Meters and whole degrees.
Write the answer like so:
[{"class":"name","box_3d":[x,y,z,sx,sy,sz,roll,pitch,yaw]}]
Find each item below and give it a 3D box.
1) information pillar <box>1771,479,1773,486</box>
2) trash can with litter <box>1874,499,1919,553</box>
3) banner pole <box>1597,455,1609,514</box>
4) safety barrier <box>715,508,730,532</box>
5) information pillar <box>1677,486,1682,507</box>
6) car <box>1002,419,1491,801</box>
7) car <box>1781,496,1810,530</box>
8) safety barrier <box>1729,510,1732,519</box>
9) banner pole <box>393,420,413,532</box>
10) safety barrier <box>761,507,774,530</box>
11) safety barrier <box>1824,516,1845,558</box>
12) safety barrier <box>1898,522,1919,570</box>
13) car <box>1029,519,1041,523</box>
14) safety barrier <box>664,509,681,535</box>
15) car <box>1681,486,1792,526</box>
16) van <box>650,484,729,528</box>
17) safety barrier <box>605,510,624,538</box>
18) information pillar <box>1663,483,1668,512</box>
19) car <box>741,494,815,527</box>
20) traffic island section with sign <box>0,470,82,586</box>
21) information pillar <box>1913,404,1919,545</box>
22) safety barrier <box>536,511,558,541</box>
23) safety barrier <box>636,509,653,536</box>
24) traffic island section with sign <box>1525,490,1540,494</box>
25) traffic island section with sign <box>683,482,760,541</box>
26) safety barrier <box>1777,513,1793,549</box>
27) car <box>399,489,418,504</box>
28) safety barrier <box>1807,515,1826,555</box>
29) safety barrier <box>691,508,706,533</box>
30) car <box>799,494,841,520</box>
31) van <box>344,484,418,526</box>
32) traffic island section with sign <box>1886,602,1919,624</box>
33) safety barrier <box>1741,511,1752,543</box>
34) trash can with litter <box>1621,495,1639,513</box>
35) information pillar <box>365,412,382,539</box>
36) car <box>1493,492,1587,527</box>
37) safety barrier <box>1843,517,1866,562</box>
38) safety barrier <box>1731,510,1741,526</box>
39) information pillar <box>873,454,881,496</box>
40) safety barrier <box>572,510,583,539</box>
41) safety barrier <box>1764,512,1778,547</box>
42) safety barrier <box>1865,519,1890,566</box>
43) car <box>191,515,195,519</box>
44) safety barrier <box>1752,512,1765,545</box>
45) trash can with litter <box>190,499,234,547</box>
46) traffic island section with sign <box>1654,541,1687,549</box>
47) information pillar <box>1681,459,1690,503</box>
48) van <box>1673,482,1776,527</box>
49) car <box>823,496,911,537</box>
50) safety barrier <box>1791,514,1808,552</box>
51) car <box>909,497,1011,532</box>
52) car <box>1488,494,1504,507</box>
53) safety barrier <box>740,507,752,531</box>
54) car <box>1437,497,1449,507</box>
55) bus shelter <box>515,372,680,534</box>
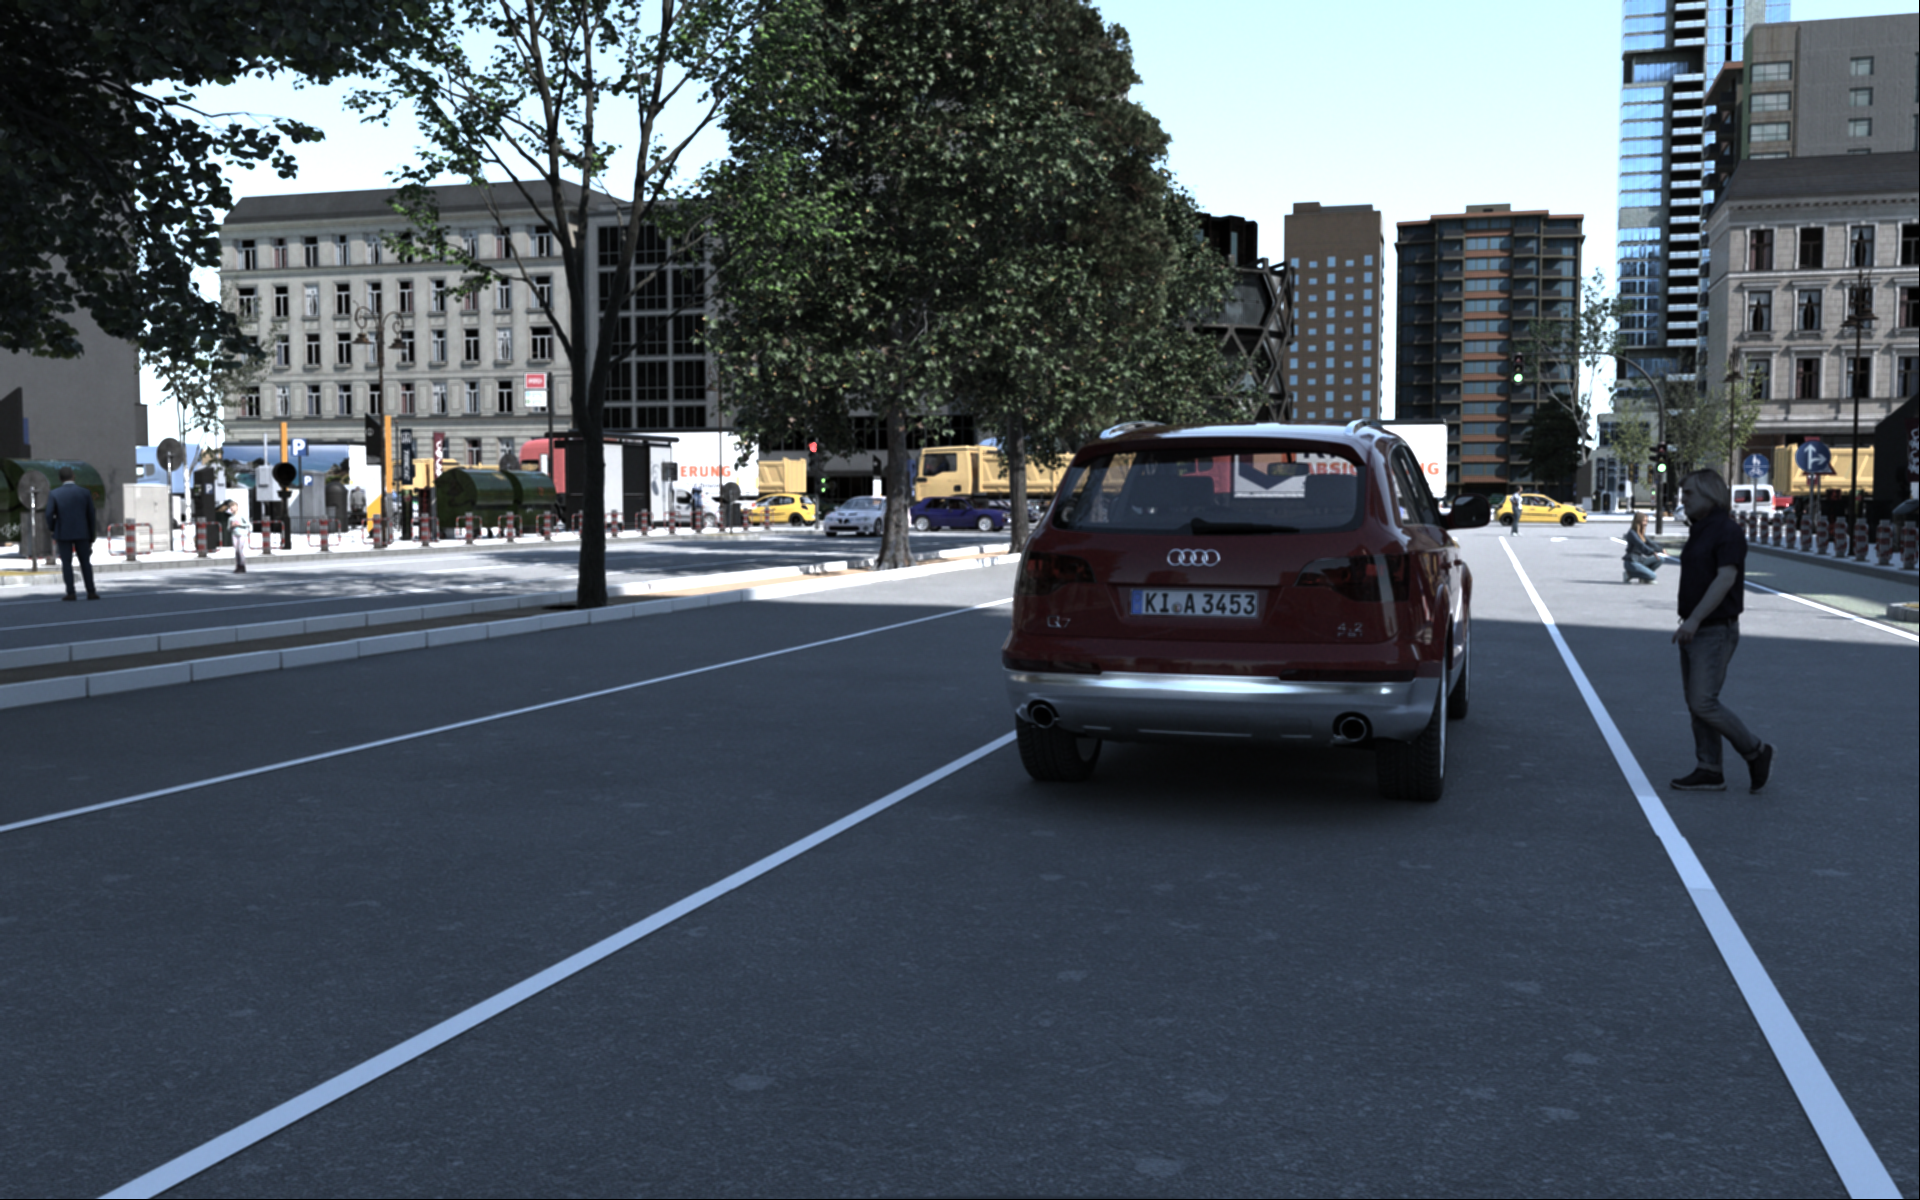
[{"class":"information pillar","box_3d":[40.317,-4.965,85.672,0.304,2.012,0.304,1,4,10]},{"class":"trash can with litter","box_3d":[20.691,-1.631,38.053,1.055,1.170,0.624,-1,4,-20]},{"class":"banner pole","box_3d":[41.264,-7.401,111.028,0.863,3.779,0.401,2,4,29]},{"class":"safety barrier","box_3d":[-8.024,-2.711,58.597,0.300,0.817,1.120,1,4,17]},{"class":"information pillar","box_3d":[54.431,-7.731,130.891,0.304,2.012,0.304,0,4,6]},{"class":"car","box_3d":[1.796,-0.071,9.828,2.281,1.827,5.304,1,4,18]},{"class":"car","box_3d":[34.637,-3.572,68.189,4.222,1.686,2.009,1,4,15]},{"class":"safety barrier","box_3d":[22.063,-2.152,49.466,0.300,0.817,1.120,1,4,17]},{"class":"banner pole","box_3d":[-18.786,-4.184,58.433,0.863,3.779,0.401,1,4,22]},{"class":"safety barrier","box_3d":[-6.934,-2.936,62.273,0.300,0.817,1.120,1,4,17]},{"class":"safety barrier","box_3d":[17.669,-1.252,34.748,0.300,0.817,1.120,1,4,17]},{"class":"safety barrier","box_3d":[16.019,-0.914,29.214,0.300,0.817,1.120,1,4,17]},{"class":"car","box_3d":[4.523,-4.442,85.206,3.894,1.354,1.945,1,4,17]},{"class":"safety barrier","box_3d":[-9.121,-2.486,54.915,0.300,0.817,1.120,1,4,17]},{"class":"car","box_3d":[36.031,-4.355,79.877,5.304,1.827,2.281,1,4,16]},{"class":"van","box_3d":[-11.126,-3.912,70.979,4.112,2.044,2.013,1,4,17]},{"class":"safety barrier","box_3d":[-10.222,-2.260,51.233,0.300,0.817,1.120,1,4,17]},{"class":"information pillar","box_3d":[44.890,-6.471,110.298,0.304,2.012,0.304,1,4,18]},{"class":"car","box_3d":[-8.338,-4.117,77.534,3.980,1.641,2.015,1,4,16]},{"class":"traffic island section with sign","box_3d":[-15.354,-1.172,27.790,1.989,1.847,2.006,1,4,17]},{"class":"information pillar","box_3d":[23.998,-3.185,43.425,0.183,3.616,0.504,0,4,7]},{"class":"safety barrier","box_3d":[-11.325,-2.034,47.537,0.300,0.817,1.120,1,4,17]},{"class":"safety barrier","box_3d":[-9.671,-2.373,53.079,0.300,0.817,1.120,1,4,17]},{"class":"traffic island section with sign","box_3d":[57.167,-10.005,172.213,1.989,1.847,2.006,1,4,17]},{"class":"traffic island section with sign","box_3d":[-7.395,-2.801,54.418,1.989,1.847,2.006,1,4,17]},{"class":"safety barrier","box_3d":[19.319,-1.590,40.265,0.300,0.817,1.120,1,4,17]},{"class":"car","box_3d":[-27.235,-4.536,82.952,4.718,1.807,1.959,1,4,17]},{"class":"safety barrier","box_3d":[18.220,-1.364,36.584,0.300,0.817,1.120,1,4,17]},{"class":"safety barrier","box_3d":[-8.573,-2.598,56.752,0.300,0.817,1.120,1,4,17]},{"class":"car","box_3d":[-7.193,-4.607,85.115,4.222,1.686,2.009,1,4,18]},{"class":"van","box_3d":[-25.258,-4.186,75.447,4.112,2.044,2.013,1,4,15]},{"class":"traffic island section with sign","box_3d":[11.567,-0.654,19.328,1.989,1.847,2.006,1,4,17]},{"class":"safety barrier","box_3d":[20.964,-1.927,45.779,0.300,0.817,1.120,1,4,17]},{"class":"trash can with litter","box_3d":[44.951,-6.382,115.398,1.678,1.210,2.233,1,4,23]},{"class":"information pillar","box_3d":[-16.806,-3.567,49.681,0.504,3.616,0.183,1,4,9]},{"class":"car","box_3d":[25.868,-4.101,77.267,3.980,1.641,2.015,1,4,15]},{"class":"safety barrier","box_3d":[17.122,-1.140,32.911,0.300,0.817,1.120,1,4,17]},{"class":"safety barrier","box_3d":[21.515,-2.039,47.615,0.300,0.817,1.120,1,4,17]},{"class":"information pillar","box_3d":[-4.865,-6.729,101.378,0.504,3.616,0.183,0,4,-6]},{"class":"safety barrier","box_3d":[-10.771,-2.148,49.391,0.300,0.817,1.120,1,4,17]},{"class":"safety barrier","box_3d":[19.866,-1.702,42.103,0.300,0.817,1.120,1,4,17]},{"class":"safety barrier","box_3d":[16.574,-1.026,31.049,0.300,0.817,1.120,1,4,17]},{"class":"car","box_3d":[-45.274,-5.705,103.071,2.009,1.686,4.222,1,4,15]},{"class":"safety barrier","box_3d":[20.413,-1.815,43.943,0.300,0.817,1.120,1,4,17]},{"class":"trash can with litter","box_3d":[-17.996,-1.855,41.725,1.055,1.170,0.624,-1,4,-13]},{"class":"traffic island section with sign","box_3d":[19.449,-2.270,45.737,1.989,1.847,2.006,1,4,17]},{"class":"information pillar","box_3d":[47.740,-7.499,113.962,0.504,3.616,0.183,3,5,42]},{"class":"van","box_3d":[33.572,-4.225,76.094,4.112,2.044,2.013,1,4,16]},{"class":"car","box_3d":[-3.152,-2.886,59.546,2.083,1.381,4.827,1,4,18]},{"class":"safety barrier","box_3d":[18.769,-1.477,38.429,0.300,0.817,1.120,1,4,17]},{"class":"car","box_3d":[0.043,-3.274,66.103,3.894,1.354,1.945,1,4,17]},{"class":"car","box_3d":[61.163,-11.525,197.223,1.959,1.807,4.718,1,4,15]},{"class":"safety barrier","box_3d":[-7.479,-2.823,60.435,0.300,0.817,1.120,1,4,17]},{"class":"car","box_3d":[54.411,-11.310,196.716,2.131,1.459,4.920,1,4,18]},{"class":"bus shelter","box_3d":[-12.556,-5.007,59.502,2.179,5.291,8.768,1,4,17]}]
